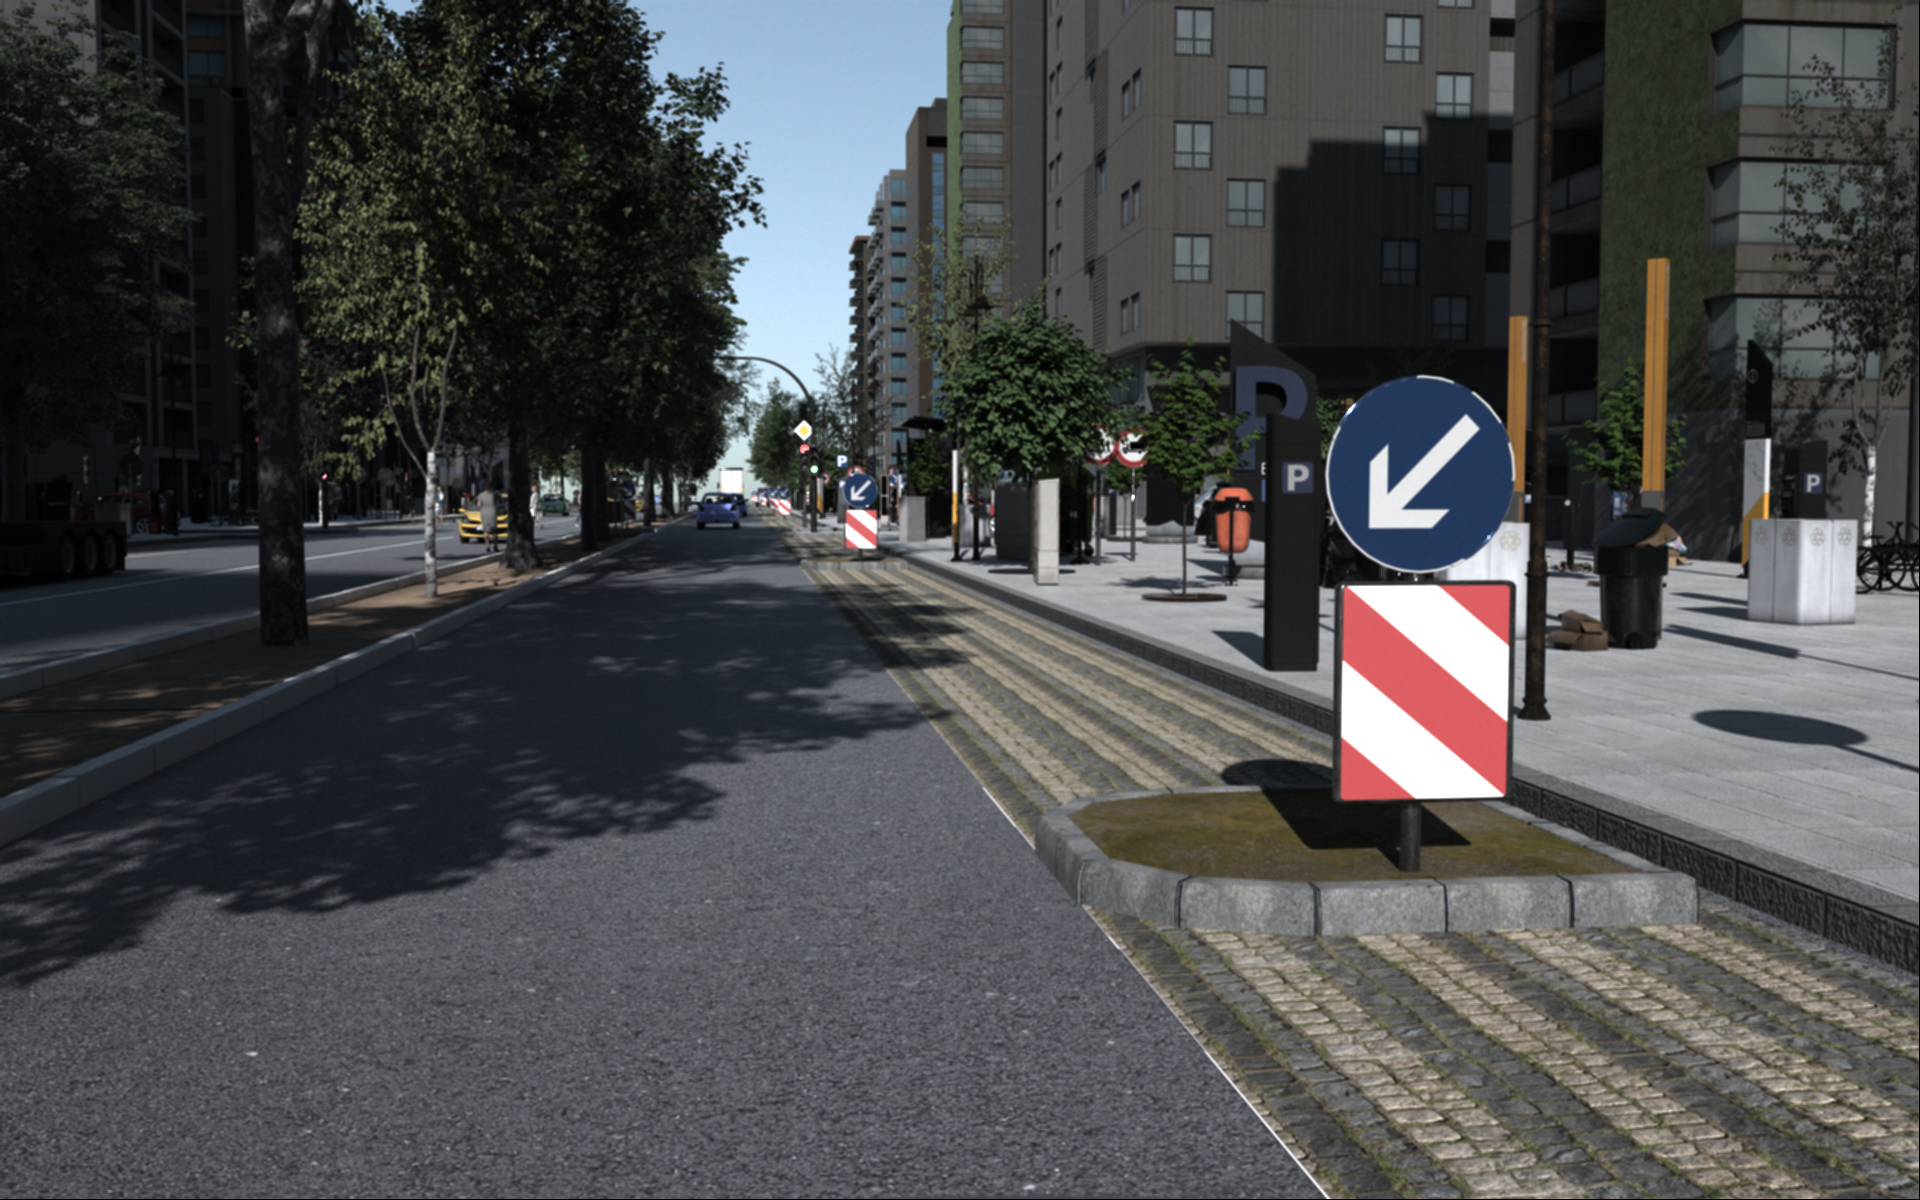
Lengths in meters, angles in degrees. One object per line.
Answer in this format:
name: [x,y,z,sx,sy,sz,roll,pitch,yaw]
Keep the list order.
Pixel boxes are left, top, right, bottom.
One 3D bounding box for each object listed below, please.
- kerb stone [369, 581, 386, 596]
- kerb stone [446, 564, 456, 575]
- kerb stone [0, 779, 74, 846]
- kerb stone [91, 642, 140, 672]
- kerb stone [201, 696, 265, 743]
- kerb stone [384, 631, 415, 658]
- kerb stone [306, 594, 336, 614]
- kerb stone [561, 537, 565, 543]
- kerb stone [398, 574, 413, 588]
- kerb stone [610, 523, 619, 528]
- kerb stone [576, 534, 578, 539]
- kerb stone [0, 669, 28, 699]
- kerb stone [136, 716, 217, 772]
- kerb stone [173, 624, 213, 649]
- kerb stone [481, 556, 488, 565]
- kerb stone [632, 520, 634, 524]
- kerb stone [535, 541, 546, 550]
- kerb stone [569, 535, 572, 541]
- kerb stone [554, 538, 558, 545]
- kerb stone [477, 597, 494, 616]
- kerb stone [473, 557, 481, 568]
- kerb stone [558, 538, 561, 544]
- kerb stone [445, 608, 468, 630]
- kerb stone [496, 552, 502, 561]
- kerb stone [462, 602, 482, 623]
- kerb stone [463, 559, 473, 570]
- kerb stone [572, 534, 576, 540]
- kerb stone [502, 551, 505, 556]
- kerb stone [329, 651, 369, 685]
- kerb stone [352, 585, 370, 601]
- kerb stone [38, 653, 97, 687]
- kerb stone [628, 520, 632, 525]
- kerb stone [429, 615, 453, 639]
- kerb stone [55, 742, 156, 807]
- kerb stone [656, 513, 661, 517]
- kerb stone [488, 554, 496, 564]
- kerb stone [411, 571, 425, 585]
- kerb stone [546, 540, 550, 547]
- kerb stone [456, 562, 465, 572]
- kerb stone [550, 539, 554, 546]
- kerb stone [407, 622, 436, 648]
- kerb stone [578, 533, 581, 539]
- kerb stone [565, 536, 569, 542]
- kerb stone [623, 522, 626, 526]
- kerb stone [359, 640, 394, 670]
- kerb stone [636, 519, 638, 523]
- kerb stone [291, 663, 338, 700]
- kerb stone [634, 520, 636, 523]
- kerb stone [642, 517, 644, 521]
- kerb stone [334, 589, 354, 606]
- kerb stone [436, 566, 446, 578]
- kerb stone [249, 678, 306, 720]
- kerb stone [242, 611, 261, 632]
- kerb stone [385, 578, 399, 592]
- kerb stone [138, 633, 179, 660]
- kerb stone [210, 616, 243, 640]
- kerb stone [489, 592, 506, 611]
kerb stone: [-8.301,-0.136,24.427,0.120,0.150,1.000,0,4,-7]
kerb stone: [-9.083,-0.510,30.540,0.120,0.150,1.000,0,4,-7]
kerb stone: [-4.005,0.912,7.373,0.120,0.150,1.000,0,4,-7]
kerb stone: [-7.006,0.486,14.259,0.120,0.150,1.000,0,4,-7]
kerb stone: [-4.394,0.724,10.416,0.120,0.150,1.000,0,4,-7]
kerb stone: [-5.056,0.415,15.494,0.120,0.150,1.000,0,4,-7]
kerb stone: [-7.911,0.050,21.374,0.120,0.150,1.000,0,4,-7]
kerb stone: [-11.548,-1.689,49.846,0.120,0.150,1.000,0,4,-7]
kerb stone: [-8.557,-0.260,26.462,0.120,0.150,1.000,0,4,-7]
kerb stone: [-14.334,-3.022,71.688,0.120,0.150,1.000,0,4,-7]
kerb stone: [-12.066,-1.940,53.907,0.120,0.150,1.000,0,4,-7]
kerb stone: [-6.746,0.610,12.228,0.120,0.150,1.000,0,4,-7]
kerb stone: [-4.264,0.782,9.402,0.120,0.150,1.000,0,4,-7]
kerb stone: [-7.261,0.362,16.288,0.120,0.150,1.000,0,4,-7]
kerb stone: [-9.610,-0.754,34.602,0.120,0.150,1.000,0,4,-7]
kerb stone: [-15.629,-3.648,81.844,0.120,0.150,1.000,0,4,-7]
kerb stone: [-10.894,-1.381,44.770,0.120,0.150,1.000,0,4,-7]
kerb stone: [-11.808,-1.815,51.877,0.120,0.150,1.000,0,4,-7]
kerb stone: [-11.291,-1.567,47.815,0.120,0.150,1.000,0,4,-7]
kerb stone: [-5.695,0.099,20.573,0.120,0.150,1.000,0,4,-7]
kerb stone: [-9.471,-0.697,33.589,0.120,0.150,1.000,0,4,-7]
kerb stone: [-11.421,-1.628,48.829,0.120,0.150,1.000,0,4,-7]
kerb stone: [-5.431,0.224,18.540,0.120,0.150,1.000,0,4,-7]
kerb stone: [-9.863,-0.883,36.634,0.120,0.150,1.000,0,4,-7]
kerb stone: [-5.567,0.162,19.559,0.120,0.150,1.000,0,4,-7]
kerb stone: [-9.339,-0.635,32.576,0.120,0.150,1.000,0,4,-7]
kerb stone: [-11.927,-1.877,52.892,0.120,0.150,1.000,0,4,-7]
kerb stone: [-9.989,-0.945,37.654,0.120,0.150,1.000,0,4,-7]
kerb stone: [-4.782,0.534,13.465,0.120,0.150,1.000,0,4,-7]
kerb stone: [-8.176,-0.074,23.407,0.120,0.150,1.000,0,4,-7]
kerb stone: [-6.871,0.548,13.243,0.120,0.150,1.000,0,4,-7]
kerb stone: [-15.500,-3.580,80.830,0.120,0.150,1.000,0,4,-7]
kerb stone: [-5.297,0.286,17.526,0.120,0.150,1.000,0,4,-7]
kerb stone: [-4.137,0.845,8.387,0.120,0.150,1.000,0,4,-7]
kerb stone: [-19.656,-5.579,113.415,0.120,0.150,1.000,0,4,-7]
kerb stone: [-9.735,-0.821,35.617,0.120,0.150,1.000,0,4,-7]
kerb stone: [-8.686,-0.324,27.488,0.120,0.150,1.000,0,4,-7]
kerb stone: [-11.033,-1.442,45.785,0.120,0.150,1.000,0,4,-7]
kerb stone: [-9.213,-0.569,31.554,0.120,0.150,1.000,0,4,-7]
kerb stone: [-11.153,-1.505,46.802,0.120,0.150,1.000,0,4,-7]
kerb stone: [-5.170,0.349,16.512,0.120,0.150,1.000,0,4,-7]
kerb stone: [-12.192,-2.000,54.922,0.120,0.150,1.000,0,4,-7]
kerb stone: [-11.676,-1.742,50.861,0.120,0.150,1.000,0,4,-7]
kerb stone: [-14.979,-3.335,76.762,0.120,0.150,1.000,0,4,-7]
kerb stone: [-4.916,0.477,14.481,0.120,0.150,1.000,0,4,-7]
kerb stone: [-16.019,-3.835,84.892,0.120,0.150,1.000,0,4,-7]
kerb stone: [-4.663,0.598,12.443,0.120,0.150,1.000,0,4,-7]
kerb stone: [-15.888,-3.772,83.871,0.120,0.150,1.000,0,4,-7]
kerb stone: [-16.661,-4.146,89.986,0.120,0.150,1.000,0,4,-7]
kerb stone: [-8.037,-0.008,22.391,0.120,0.150,1.000,0,4,-7]
kerb stone: [-8.955,-0.448,29.526,0.120,0.150,1.000,0,4,-7]
kerb stone: [-4.525,0.660,11.430,0.120,0.150,1.000,0,4,-7]
kerb stone: [-7.522,0.244,18.318,0.120,0.150,1.000,0,4,-7]
kerb stone: [-8.440,-0.198,25.445,0.120,0.150,1.000,0,4,-7]
kerb stone: [-7.133,0.427,15.273,0.120,0.150,1.000,0,4,-7]
kerb stone: [-7.391,0.299,17.304,0.120,0.150,1.000,0,4,-7]
kerb stone: [-5.819,0.037,21.587,0.120,0.150,1.000,0,4,-7]
